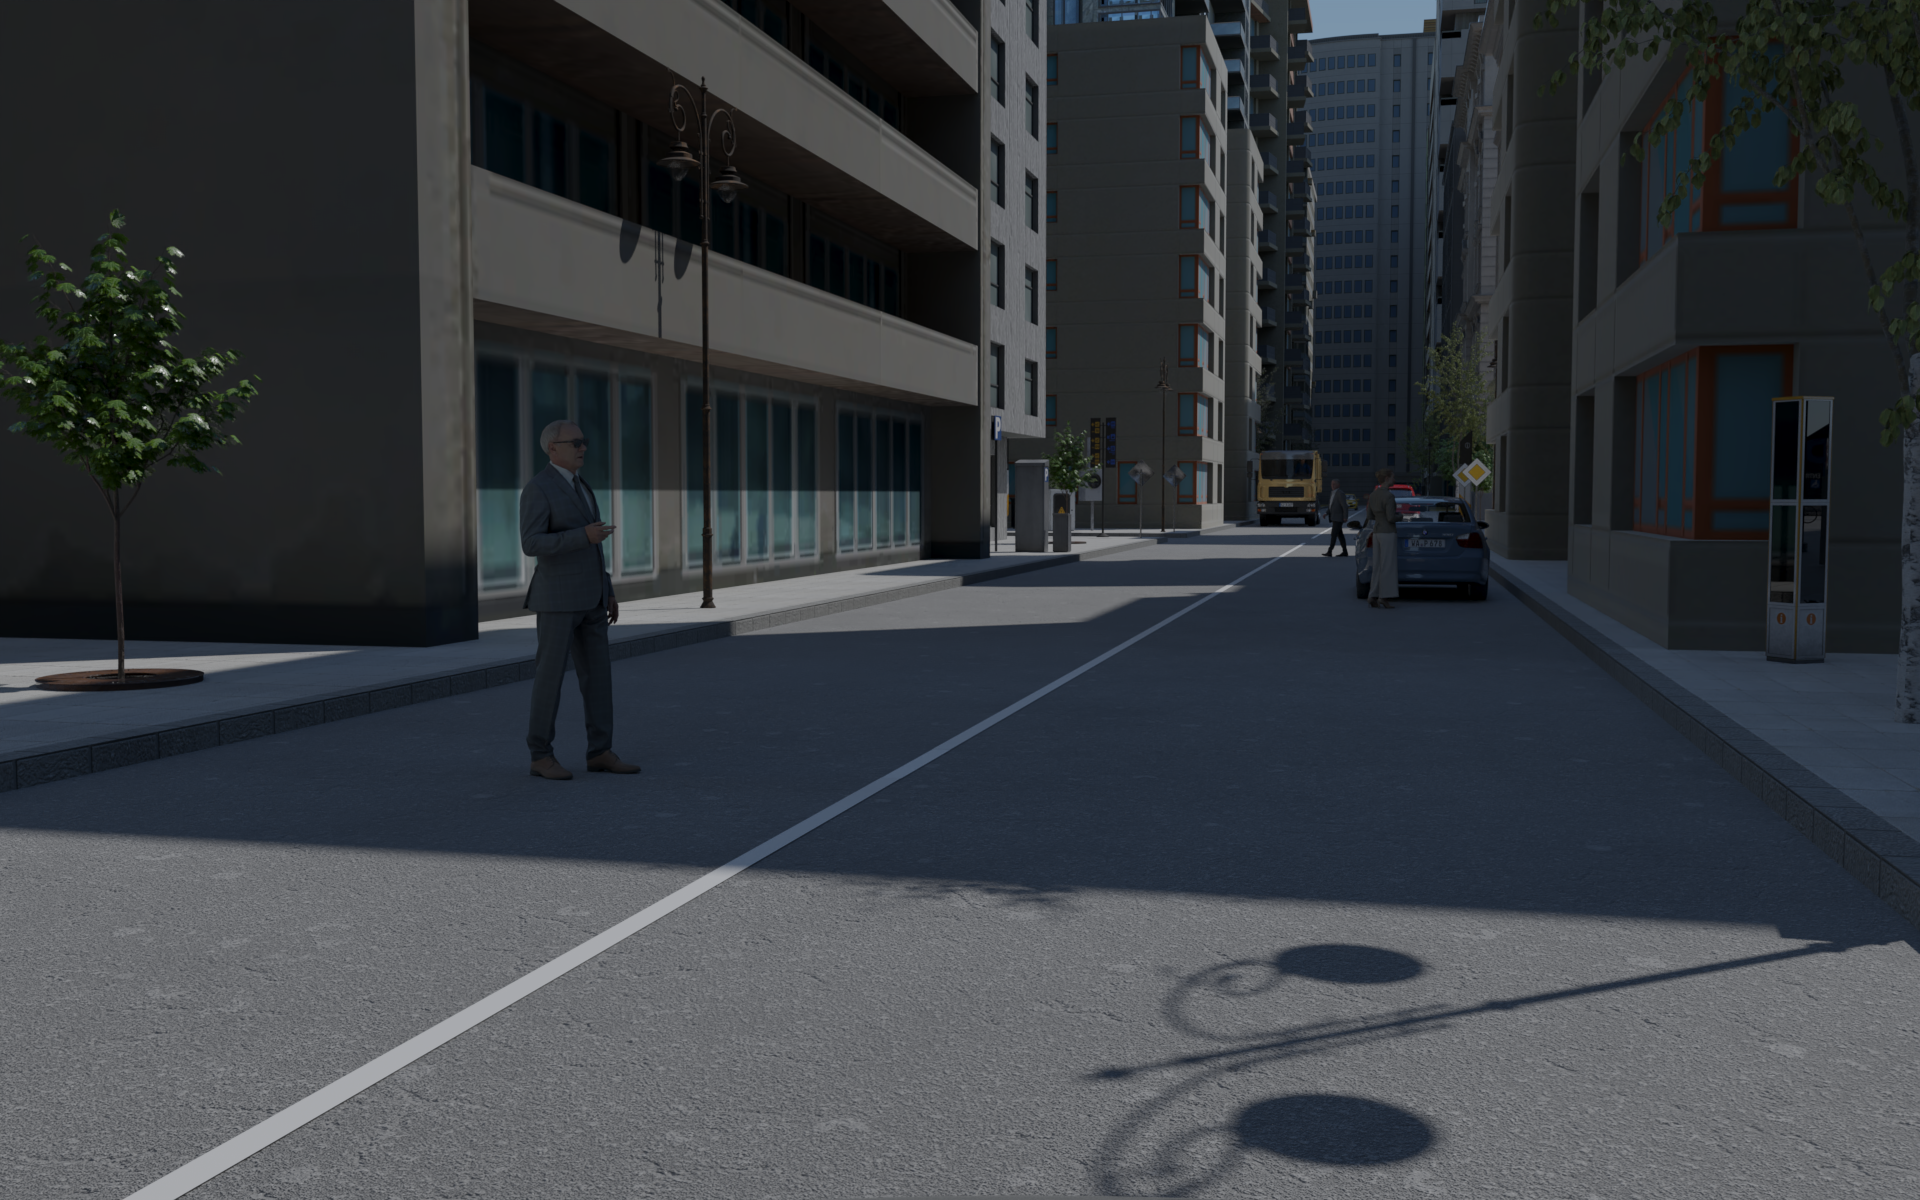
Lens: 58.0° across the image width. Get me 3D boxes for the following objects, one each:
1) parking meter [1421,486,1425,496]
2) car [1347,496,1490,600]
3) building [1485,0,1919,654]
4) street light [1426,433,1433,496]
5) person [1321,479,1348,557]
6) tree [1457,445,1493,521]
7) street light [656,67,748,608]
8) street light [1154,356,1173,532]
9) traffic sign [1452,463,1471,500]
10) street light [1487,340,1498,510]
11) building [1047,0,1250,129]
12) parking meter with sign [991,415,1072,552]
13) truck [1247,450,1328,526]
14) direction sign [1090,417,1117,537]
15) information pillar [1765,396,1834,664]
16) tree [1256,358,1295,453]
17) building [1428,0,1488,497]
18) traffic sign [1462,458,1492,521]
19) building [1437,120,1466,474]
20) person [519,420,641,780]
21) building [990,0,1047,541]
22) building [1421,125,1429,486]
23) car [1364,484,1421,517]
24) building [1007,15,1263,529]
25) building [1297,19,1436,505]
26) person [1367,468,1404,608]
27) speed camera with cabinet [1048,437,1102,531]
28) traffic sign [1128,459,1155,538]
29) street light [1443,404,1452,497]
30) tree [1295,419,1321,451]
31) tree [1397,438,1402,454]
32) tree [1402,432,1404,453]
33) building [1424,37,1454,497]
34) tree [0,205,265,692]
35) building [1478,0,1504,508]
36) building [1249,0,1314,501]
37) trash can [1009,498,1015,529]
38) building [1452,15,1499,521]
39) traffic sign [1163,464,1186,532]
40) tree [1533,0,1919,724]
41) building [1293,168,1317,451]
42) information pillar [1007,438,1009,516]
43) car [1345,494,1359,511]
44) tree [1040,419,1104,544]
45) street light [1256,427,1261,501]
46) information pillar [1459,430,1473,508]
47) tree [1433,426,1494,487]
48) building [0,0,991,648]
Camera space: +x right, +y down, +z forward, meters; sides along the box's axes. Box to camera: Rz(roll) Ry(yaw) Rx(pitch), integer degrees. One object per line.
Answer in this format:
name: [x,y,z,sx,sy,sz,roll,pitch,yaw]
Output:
parking meter: [33.143,-7.234,123.985,0.255,1.863,0.399,0,4,8]
car: [6.564,-0.783,24.804,2.014,1.417,4.499,1,4,13]
building: [22.733,-10.963,24.289,27.650,21.520,28.899,1,4,14]
street light: [34.655,-9.486,127.888,0.468,5.910,1.993,1,4,14]
person: [8.527,-1.871,39.488,0.834,1.777,0.661,-2,4,-24]
tree: [20.703,-4.525,68.593,1.663,3.219,1.824,0,3,0]
street light: [-2.840,-2.847,19.334,0.468,5.910,1.993,1,4,14]
street light: [6.862,-5.233,58.344,0.468,5.910,1.993,1,4,14]
traffic sign: [16.254,-3.191,55.816,0.795,2.450,0.064,1,4,14]
street light: [14.703,-4.572,47.537,0.468,5.910,1.993,1,4,14]
building: [9.039,-49.050,114.644,22.319,86.520,31.000,1,4,14]
parking meter with sign: [1.596,-2.574,38.343,1.738,3.016,0.543,1,4,17]
truck: [15.103,-5.091,79.156,3.469,3.379,9.791,1,4,13]
direction sign: [4.248,-3.634,51.406,0.876,3.537,0.379,2,4,35]
information pillar: [6.382,-0.531,13.173,0.304,2.012,0.304,-1,4,-19]
tree: [15.565,-8.770,93.747,4.360,8.622,3.978,0,3,0]
building: [55.135,-34.302,150.077,28.713,52.752,27.495,1,4,14]
traffic sign: [14.326,-2.717,48.066,0.795,2.450,0.064,1,4,14]
building: [39.568,-19.667,115.063,14.314,27.812,24.014,1,4,14]
person: [-1.902,-0.003,8.731,0.590,1.801,0.661,1,4,21]
building: [-5.231,-16.794,46.288,14.107,30.474,14.160,1,4,14]
building: [58.999,-31.172,193.264,14.154,41.232,14.086,1,4,14]
car: [17.567,-3.772,70.353,2.281,1.827,5.304,1,4,12]
building: [-1.083,-14.377,80.108,27.650,21.520,28.899,1,4,14]
building: [51.158,-41.506,220.614,28.212,58.520,21.231,1,4,14]
person: [5.350,-0.773,21.696,0.362,1.759,0.519,-1,4,-21]
speed camera with cabinet: [3.919,-4.019,60.039,2.038,3.252,0.660,-1,4,-22]
traffic sign: [5.262,-2.856,50.334,0.795,2.450,0.064,1,4,14]
street light: [24.261,-6.931,86.107,0.468,5.910,1.993,1,4,14]
tree: [32.379,-13.151,165.378,4.360,8.622,3.978,0,3,0]
tree: [35.872,-11.160,132.833,4.737,8.622,4.395,0,3,0]
tree: [21.730,-7.604,74.684,4.737,8.622,4.395,0,3,0]
building: [58.363,-33.707,174.819,21.300,48.544,21.600,1,4,14]
tree: [-5.558,-1.045,11.687,1.663,3.219,1.824,0,3,0]
building: [28.546,-13.570,58.027,21.152,22.565,11.583,1,4,14]
building: [18.238,-30.117,147.041,22.147,44.769,28.867,1,4,14]
trash can: [2.184,-3.199,63.955,0.748,1.137,0.748,0,3,0]
building: [33.579,-18.635,92.064,14.401,28.519,23.554,1,4,14]
traffic sign: [7.191,-3.330,58.083,0.795,2.450,0.064,1,4,14]
tree: [5.108,-3.616,9.482,4.737,8.622,4.395,0,3,0]
building: [27.155,-30.612,192.393,23.993,40.220,32.217,1,4,14]
information pillar: [1.498,-4.193,59.906,0.183,3.616,0.504,3,5,39]
car: [33.887,-8.635,151.403,2.015,1.641,3.980,1,4,15]
tree: [2.901,-3.072,44.832,1.663,3.219,1.824,0,3,0]
street light: [17.141,-7.765,99.738,0.468,5.910,1.993,1,4,14]
information pillar: [18.631,-4.430,63.791,0.183,3.616,0.504,-3,5,-40]
tree: [23.406,-5.854,79.431,4.285,4.588,4.351,0,3,0]
building: [-12.261,-24.588,25.715,21.300,48.544,21.600,1,4,14]
